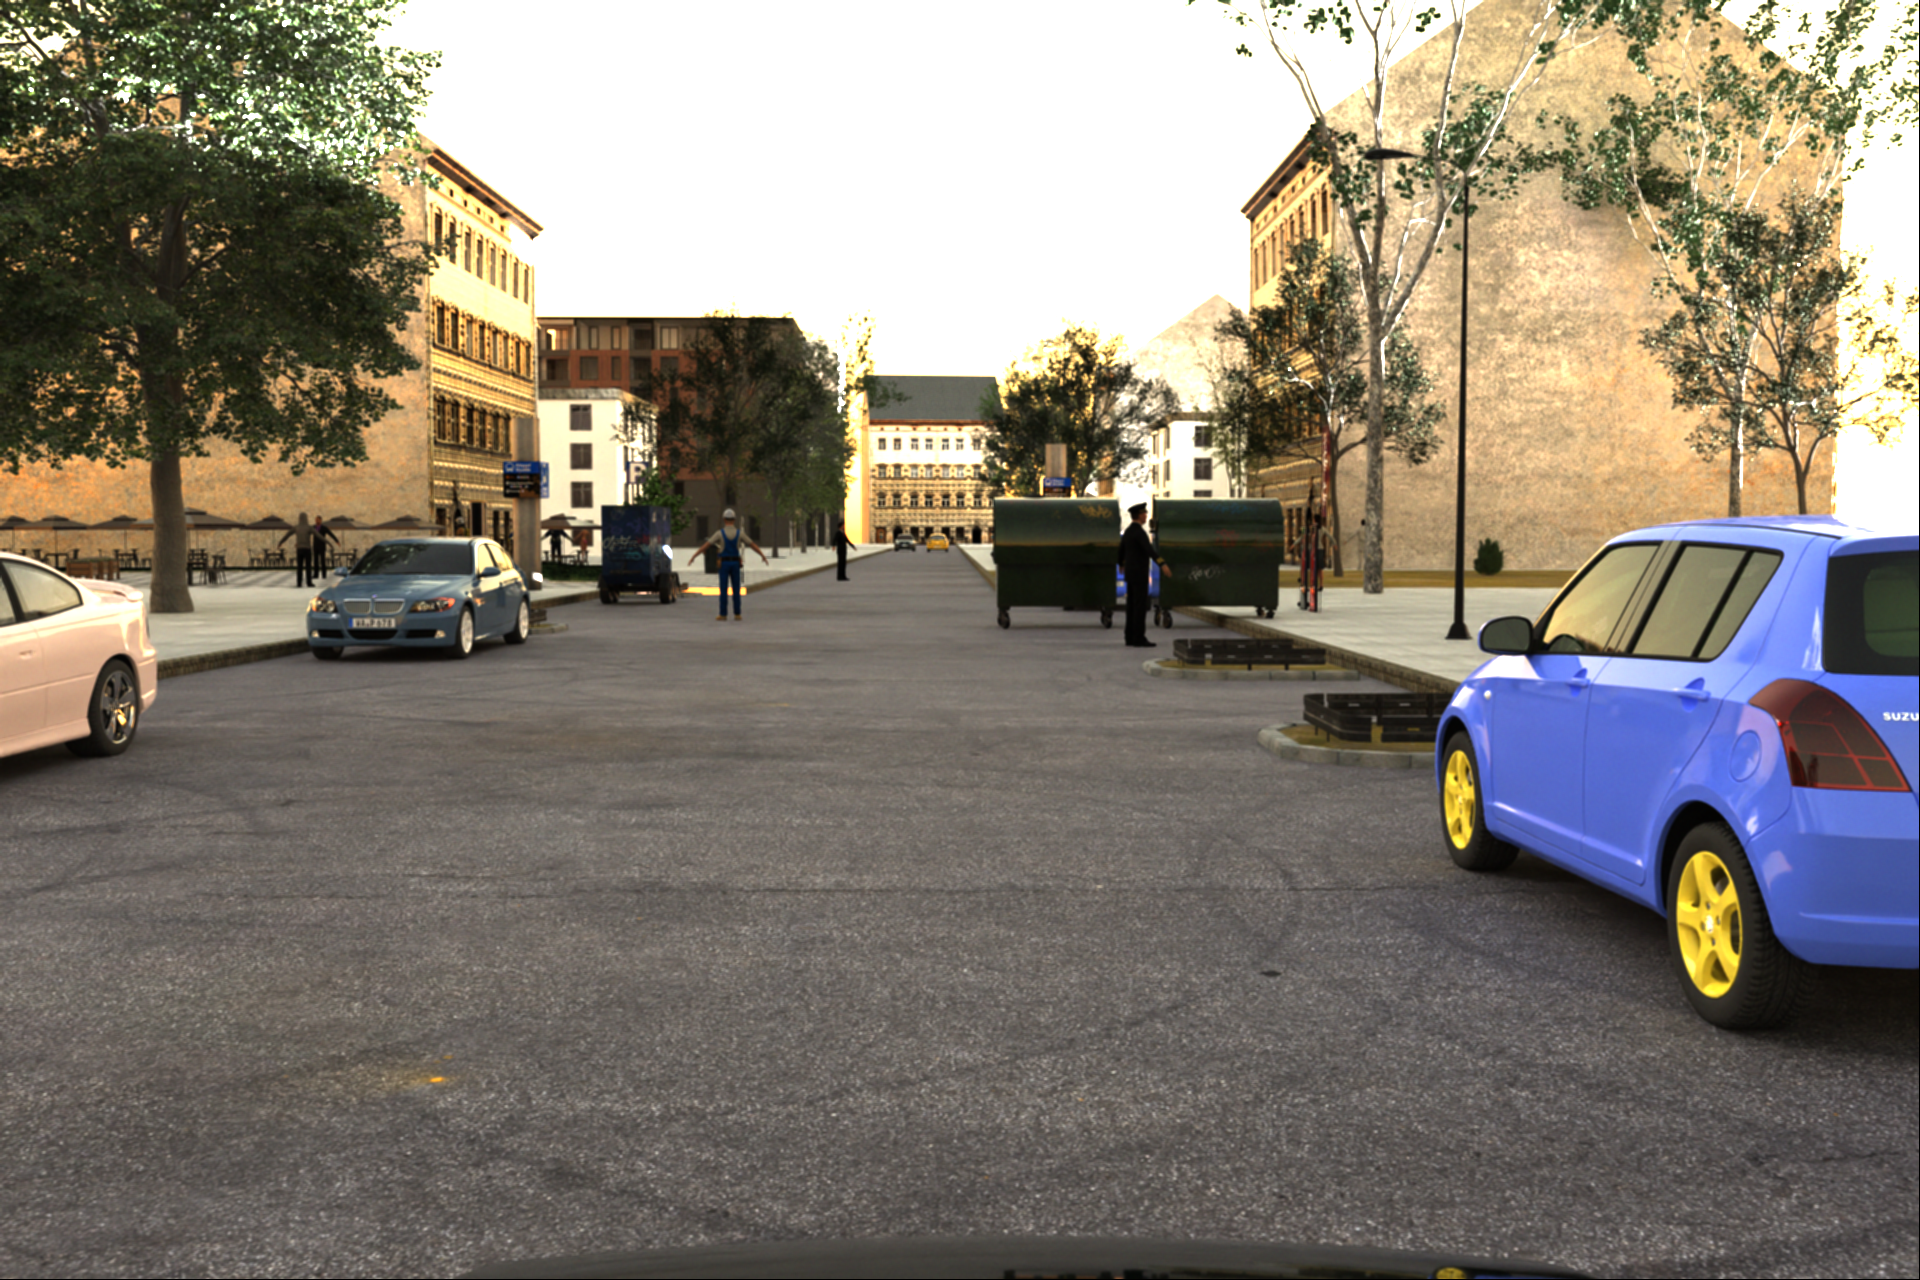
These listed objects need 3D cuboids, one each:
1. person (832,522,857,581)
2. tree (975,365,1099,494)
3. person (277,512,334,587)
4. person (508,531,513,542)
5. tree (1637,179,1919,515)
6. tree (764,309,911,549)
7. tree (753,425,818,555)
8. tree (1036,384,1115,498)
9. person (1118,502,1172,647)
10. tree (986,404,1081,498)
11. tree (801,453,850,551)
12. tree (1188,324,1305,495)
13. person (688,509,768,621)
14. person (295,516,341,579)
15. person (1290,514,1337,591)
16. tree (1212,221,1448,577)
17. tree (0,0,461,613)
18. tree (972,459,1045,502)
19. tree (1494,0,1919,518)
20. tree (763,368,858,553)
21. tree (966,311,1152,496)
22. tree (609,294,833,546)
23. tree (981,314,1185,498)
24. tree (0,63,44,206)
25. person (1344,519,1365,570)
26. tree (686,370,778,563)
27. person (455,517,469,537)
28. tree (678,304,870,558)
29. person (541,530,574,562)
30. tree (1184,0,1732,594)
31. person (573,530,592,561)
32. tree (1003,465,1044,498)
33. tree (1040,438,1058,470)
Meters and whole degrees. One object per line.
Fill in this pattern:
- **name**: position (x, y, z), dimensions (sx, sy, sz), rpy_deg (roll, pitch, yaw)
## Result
- **person**: position (-3.614, -2.735, 53.359), dimensions (0.705, 1.806, 1.347), rpy_deg (2, 4, 27)
- **tree**: position (4.918, -11.033, 106.151), dimensions (9.928, 11.665, 9.643), rpy_deg (0, 3, 0)
- **person**: position (-15.909, -2.196, 42.029), dimensions (1.348, 1.813, 0.705), rpy_deg (0, 4, -3)
- **person**: position (-18.738, -4.142, 73.693), dimensions (0.705, 1.833, 1.349), rpy_deg (3, 4, 37)
- **tree**: position (22.006, -6.752, 44.812), dimensions (8.767, 10.594, 7.601), rpy_deg (1, 4, 22)
- **tree**: position (-9.617, -17.629, 144.118), dimensions (12.611, 20.169, 13.585), rpy_deg (0, 3, 0)
- **tree**: position (-10.046, -9.444, 104.769), dimensions (4.360, 8.622, 3.978), rpy_deg (0, 3, 0)
- **tree**: position (5.237, -8.049, 81.960), dimensions (4.360, 8.622, 3.978), rpy_deg (0, 3, 0)
- **person**: position (2.291, -0.838, 22.096), dimensions (0.705, 1.837, 1.347), rpy_deg (-1, 4, -21)
- **tree**: position (5.411, -11.242, 118.213), dimensions (7.601, 10.594, 8.767), rpy_deg (-2, 4, -23)
- **tree**: position (-10.415, -10.872, 128.115), dimensions (4.737, 8.622, 4.395), rpy_deg (0, 3, 0)
- **tree**: position (9.672, -6.757, 60.840), dimensions (4.360, 8.622, 3.978), rpy_deg (0, 3, 0)
- **person**: position (-3.837, -1.253, 28.803), dimensions (1.347, 1.847, 0.705), rpy_deg (-1, 4, -19)
- **person**: position (-18.424, -2.663, 49.763), dimensions (1.346, 1.802, 0.704), rpy_deg (0, 4, 4)
- **person**: position (7.943, -1.958, 38.837), dimensions (1.217, 1.735, 0.721), rpy_deg (-1, 4, -21)
- **tree**: position (11.117, -7.199, 52.109), dimensions (7.601, 10.594, 8.767), rpy_deg (1, 4, 20)
- **tree**: position (-13.020, -7.416, 27.912), dimensions (9.857, 13.997, 8.962), rpy_deg (0, 3, 0)
- **tree**: position (5.206, -12.843, 144.390), dimensions (8.767, 10.594, 7.601), rpy_deg (0, 4, -2)
- **tree**: position (23.567, -12.224, 55.746), dimensions (12.611, 20.169, 13.585), rpy_deg (0, 3, 0)
- **tree**: position (-10.403, -12.233, 118.138), dimensions (7.486, 12.596, 7.792), rpy_deg (0, 3, 0)
- **tree**: position (5.463, -11.277, 94.750), dimensions (12.009, 13.543, 11.850), rpy_deg (0, 3, 0)
- **tree**: position (-9.491, -8.172, 68.033), dimensions (8.767, 10.594, 7.601), rpy_deg (-1, 4, -20)
- **tree**: position (5.084, -8.559, 74.351), dimensions (8.767, 10.594, 7.601), rpy_deg (-1, 4, -15)
- **tree**: position (-12.191, -4.962, 15.534), dimensions (7.601, 10.594, 8.767), rpy_deg (-2, 4, -32)
- **person**: position (14.480, -3.425, 62.192), dimensions (1.347, 1.806, 0.705), rpy_deg (0, 4, -1)
- **tree**: position (-9.532, -7.741, 76.925), dimensions (4.360, 8.622, 3.978), rpy_deg (0, 3, 0)
- **person**: position (-17.054, -3.260, 59.077), dimensions (0.705, 1.858, 1.354), rpy_deg (0, 4, -2)
- **tree**: position (-9.910, -11.158, 92.797), dimensions (12.009, 13.543, 11.850), rpy_deg (0, 3, 0)
- **person**: position (-15.723, -3.770, 67.414), dimensions (1.354, 1.856, 0.705), rpy_deg (-1, 4, -12)
- **tree**: position (10.141, -11.014, 35.974), dimensions (12.611, 20.169, 13.585), rpy_deg (0, 3, 0)
- **person**: position (-16.942, -4.339, 77.752), dimensions (0.721, 1.733, 1.217), rpy_deg (2, 4, 29)
- **tree**: position (5.122, -11.425, 137.162), dimensions (4.737, 8.622, 4.395), rpy_deg (0, 3, 0)
- **tree**: position (13.906, -23.130, 234.063), dimensions (12.611, 20.169, 13.585), rpy_deg (0, 3, 0)
